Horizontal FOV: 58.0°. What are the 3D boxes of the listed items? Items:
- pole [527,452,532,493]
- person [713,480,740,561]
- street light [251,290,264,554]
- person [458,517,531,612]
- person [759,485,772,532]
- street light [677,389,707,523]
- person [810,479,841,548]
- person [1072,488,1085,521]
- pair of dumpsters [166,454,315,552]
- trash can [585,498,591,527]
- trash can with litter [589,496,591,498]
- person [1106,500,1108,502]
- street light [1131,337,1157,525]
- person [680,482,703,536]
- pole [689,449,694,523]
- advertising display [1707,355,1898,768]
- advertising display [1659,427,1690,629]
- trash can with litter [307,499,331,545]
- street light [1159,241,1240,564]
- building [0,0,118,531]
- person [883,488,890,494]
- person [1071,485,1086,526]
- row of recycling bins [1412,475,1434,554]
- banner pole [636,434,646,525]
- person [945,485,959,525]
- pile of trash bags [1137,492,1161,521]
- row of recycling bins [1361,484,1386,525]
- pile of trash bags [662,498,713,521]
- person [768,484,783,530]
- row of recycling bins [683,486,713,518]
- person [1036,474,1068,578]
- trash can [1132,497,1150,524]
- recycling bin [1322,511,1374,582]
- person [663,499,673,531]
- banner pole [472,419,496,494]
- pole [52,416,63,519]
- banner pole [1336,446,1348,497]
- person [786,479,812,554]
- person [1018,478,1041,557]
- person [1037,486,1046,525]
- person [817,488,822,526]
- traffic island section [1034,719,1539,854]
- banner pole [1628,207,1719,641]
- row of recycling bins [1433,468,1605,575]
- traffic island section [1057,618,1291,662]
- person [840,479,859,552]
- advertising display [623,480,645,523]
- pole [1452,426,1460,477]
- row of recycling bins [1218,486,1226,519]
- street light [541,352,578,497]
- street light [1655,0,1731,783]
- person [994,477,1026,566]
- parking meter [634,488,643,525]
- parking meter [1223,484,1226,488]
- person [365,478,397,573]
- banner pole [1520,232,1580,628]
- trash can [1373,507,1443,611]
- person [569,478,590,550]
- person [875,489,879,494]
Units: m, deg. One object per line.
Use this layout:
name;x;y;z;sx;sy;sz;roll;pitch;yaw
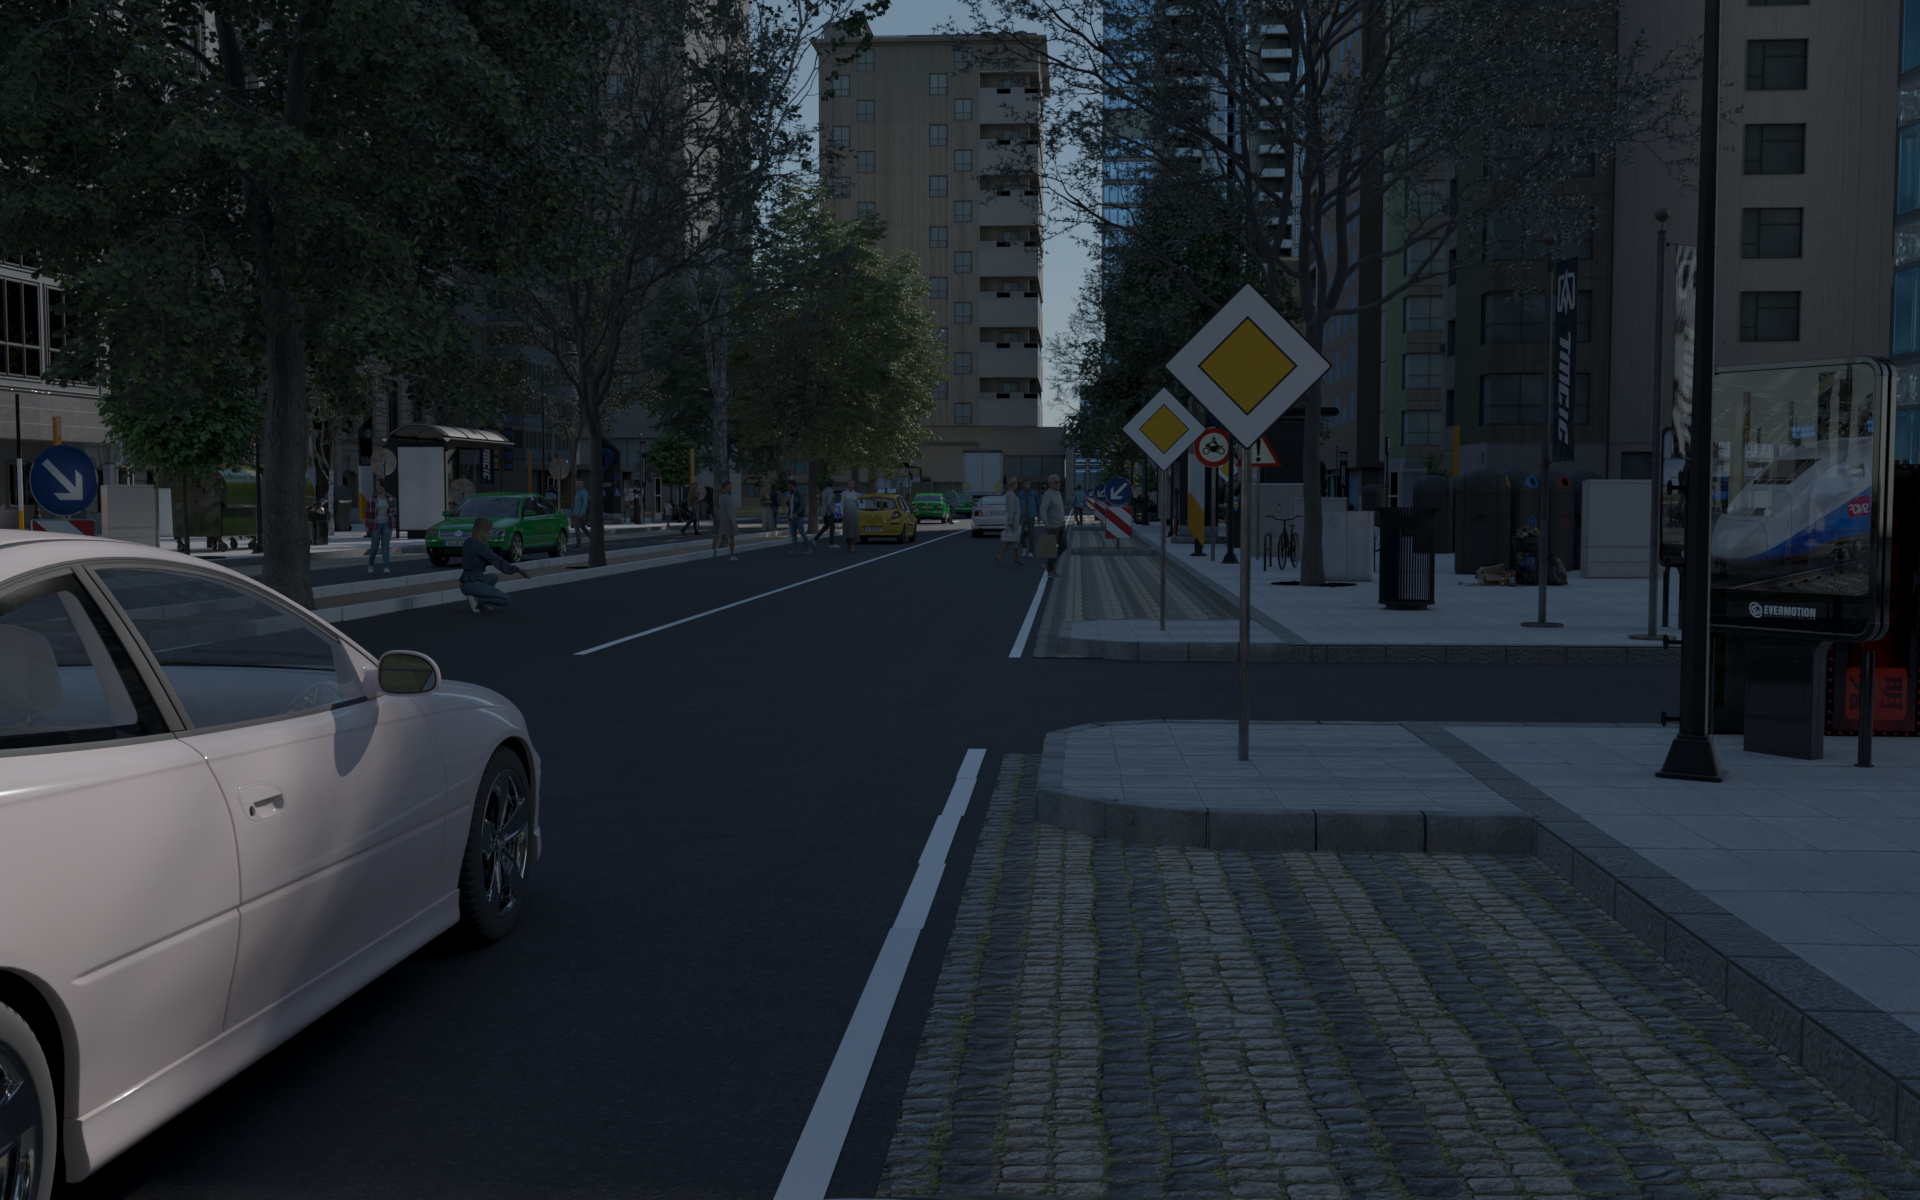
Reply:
pole;-20.832;-5.506;83.874;0.158;3.312;0.155;0;3;0
person;-5.011;-1.706;37.145;0.466;1.731;0.760;1;4;22
street light;-14.545;-3.948;37.092;1.470;5.913;1.316;0;4;4
person;-5.835;-0.445;21.282;0.738;1.151;1.012;-3;5;-40
person;-6.812;-3.179;61.034;0.362;1.759;0.519;2;4;35
street light;-11.837;-6.352;76.403;1.470;5.913;1.316;0;4;4
person;-3.582;-2.315;46.202;0.795;1.843;0.661;-1;4;-20
person;6.402;-5.144;93.054;0.683;1.767;0.568;-2;4;-32
pair of dumpsters;-16.622;-2.300;40.103;1.574;2.255;4.437;0;4;4
trash can;-14.239;-3.395;67.167;0.748;1.137;0.748;0;3;0
trash can with litter;-19.689;-4.926;91.600;1.678;1.210;2.233;1;4;14
person;14.482;-9.679;170.009;1.065;1.426;0.557;-3;5;-41
street light;5.766;-4.823;51.393;1.470;5.913;1.316;0;4;4
person;-9.236;-3.132;59.624;0.836;1.842;0.656;-2;4;-25
pole;-12.002;-5.122;77.587;0.158;3.312;0.155;0;3;0
advertising display;4.047;-0.199;8.463;0.123;1.923;0.974;-2;4;-30
advertising display;6.932;-0.676;16.260;0.123;1.923;0.974;-1;4;-17
trash can with litter;-16.292;-1.952;43.298;1.055;1.170;0.624;0;4;5
street light;4.457;-3.629;31.882;1.470;5.913;1.316;0;4;4
building;-33.206;-15.146;41.148;14.314;27.812;24.014;0;4;4
person;-4.639;-6.124;108.612;1.348;1.826;0.705;0;4;2
person;4.987;-3.914;72.520;0.660;1.820;0.620;-2;4;-25
row of recycling bins;11.350;-1.912;38.367;3.534;1.692;1.069;-3;4;-38
banner pole;-13.209;-5.019;72.076;0.401;3.779;0.863;-2;4;-30
person;-0.440;-4.478;81.581;0.638;1.841;0.748;2;4;33
pile of trash bags;9.441;-4.474;82.907;1.912;1.369;3.447;-2;4;-24
row of recycling bins;17.510;-4.008;72.650;1.069;1.692;3.534;1;4;21
pile of trash bags;-12.902;-4.608;85.101;1.912;1.369;3.447;3;4;38
person;-7.486;-3.707;69.101;0.794;1.824;0.713;-1;4;-16
row of recycling bins;-13.711;-5.159;91.470;1.069;1.692;3.534;1;4;11
person;1.538;-1.264;29.646;0.515;1.767;0.782;2;4;29
trash can;7.637;-3.764;73.202;0.748;1.137;0.748;0;3;0
recycling bin;5.748;-0.801;25.647;0.722;1.027;0.722;1;4;16
person;-11.286;-3.289;66.956;0.352;1.250;0.332;-1;4;-9
banner pole;-15.398;-4.021;55.768;0.863;3.779;0.401;-1;4;-18
pole;-23.726;-3.165;45.585;0.158;3.312;0.155;0;3;0
banner pole;19.651;-6.080;89.429;0.863;3.779;0.401;-1;4;-19
person;-3.904;-1.986;41.318;0.623;1.781;0.721;3;4;38
person;1.542;-1.863;39.305;0.601;1.785;0.444;1;4;14
person;3.802;-4.356;79.708;0.713;1.824;0.794;-2;4;-35
person;-6.381;-4.139;76.420;0.600;1.795;0.529;3;5;43
traffic island section;1.386;0.852;8.355;2.009;0.180;2.903;0;4;4
banner pole;6.346;-1.547;15.317;0.863;3.779;0.401;-1;4;-23
row of recycling bins;9.419;-1.315;28.621;3.534;1.692;1.069;-3;4;-37
traffic island section;1.930;0.364;16.322;2.009;0.180;2.903;0;4;4
person;-2.729;-2.096;42.991;0.478;1.798;0.641;0;4;-1
advertising display;-14.630;-4.439;77.798;0.974;1.923;0.123;0;4;2
pole;14.842;-3.550;51.879;0.158;3.312;0.155;0;3;0
row of recycling bins;12.882;-4.712;84.151;1.069;1.692;3.534;-3;5;-42
street light;-13.180;-5.162;56.940;1.470;5.913;1.316;0;4;4
street light;2.794;-2.153;7.739;1.470;5.913;1.316;0;4;4
person;1.008;-1.584;34.746;0.624;1.780;0.694;0;4;6
parking meter;-13.568;-3.955;73.075;0.372;1.533;0.369;0;3;0
parking meter;13.450;-4.983;87.181;0.399;1.863;0.255;2;4;35
person;-10.498;-1.350;31.407;0.563;1.720;0.643;-2;4;-25
banner pole;5.665;-1.617;16.455;0.401;3.779;0.863;0;4;-5
trash can;4.974;-0.466;19.265;0.748;1.137;0.748;0;3;0
person;-9.660;-2.207;44.440;0.748;1.841;0.638;-1;4;-18
person;-4.669;-5.330;96.582;0.436;1.711;0.756;1;4;22
